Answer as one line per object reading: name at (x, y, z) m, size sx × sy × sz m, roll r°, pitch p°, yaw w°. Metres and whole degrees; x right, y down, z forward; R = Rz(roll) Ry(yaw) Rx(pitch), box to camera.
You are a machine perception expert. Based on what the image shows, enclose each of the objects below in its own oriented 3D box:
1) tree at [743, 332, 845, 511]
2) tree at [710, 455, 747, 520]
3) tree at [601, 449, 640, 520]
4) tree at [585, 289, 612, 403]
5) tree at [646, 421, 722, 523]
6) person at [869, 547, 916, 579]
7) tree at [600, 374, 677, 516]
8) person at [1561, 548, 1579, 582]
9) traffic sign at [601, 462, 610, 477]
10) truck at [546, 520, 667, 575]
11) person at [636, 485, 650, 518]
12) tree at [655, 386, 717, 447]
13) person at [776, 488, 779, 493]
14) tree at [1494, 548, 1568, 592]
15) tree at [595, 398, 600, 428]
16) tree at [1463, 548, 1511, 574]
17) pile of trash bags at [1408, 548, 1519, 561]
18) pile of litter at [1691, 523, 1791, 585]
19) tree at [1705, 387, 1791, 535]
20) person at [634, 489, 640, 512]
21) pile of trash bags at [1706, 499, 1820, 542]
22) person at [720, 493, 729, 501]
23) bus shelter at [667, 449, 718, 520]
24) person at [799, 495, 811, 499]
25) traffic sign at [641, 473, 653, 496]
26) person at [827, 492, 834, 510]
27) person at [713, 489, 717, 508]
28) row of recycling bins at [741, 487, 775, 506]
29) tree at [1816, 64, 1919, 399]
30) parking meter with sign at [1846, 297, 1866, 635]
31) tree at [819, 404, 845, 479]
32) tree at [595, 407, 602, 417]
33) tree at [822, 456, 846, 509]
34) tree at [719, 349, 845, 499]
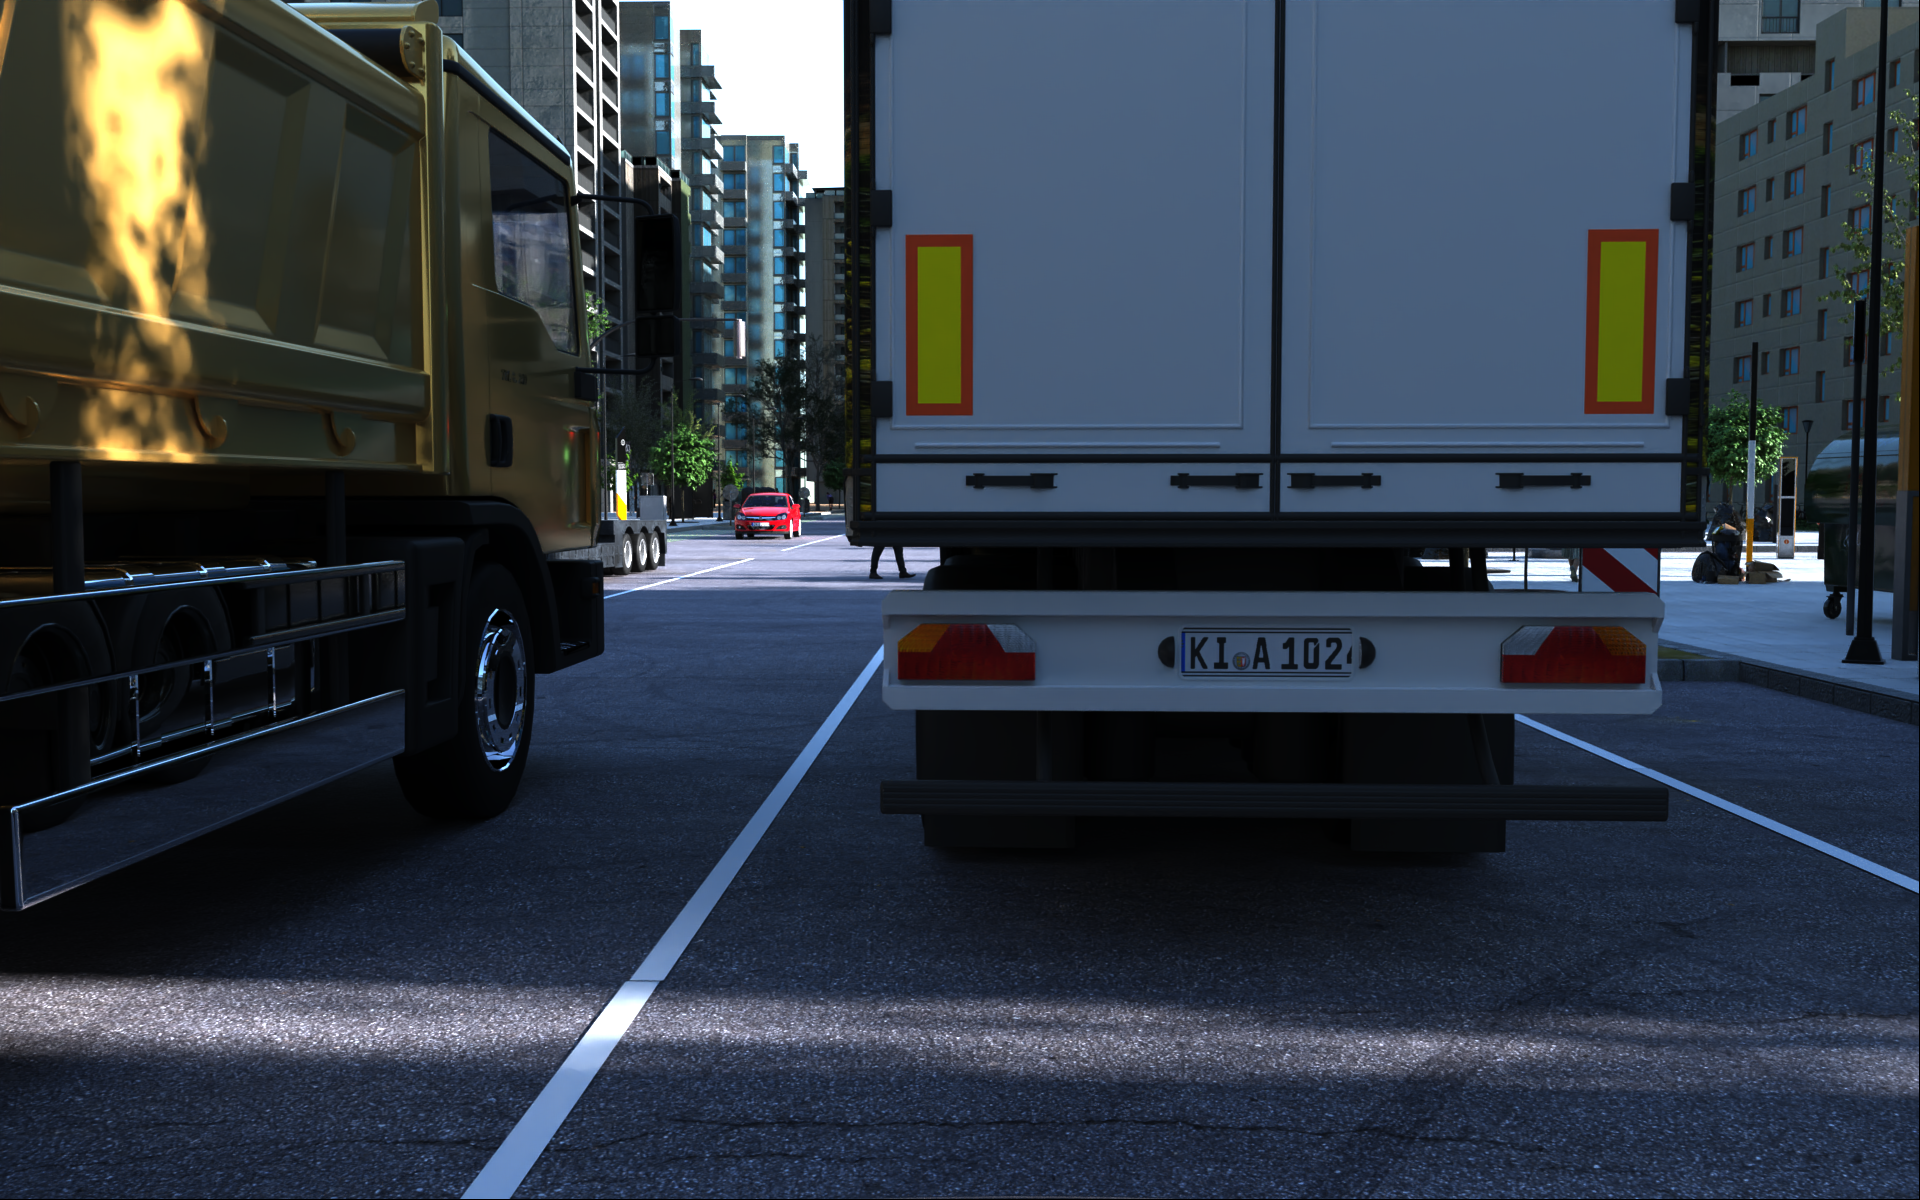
tree at (-10.659, -13.420, 129.782) m, size 12.009 × 13.543 × 11.850 m, roll 0°, pitch 3°, yaw 0°
tree at (-11.301, -5.550, 85.340) m, size 1.663 × 3.219 × 1.824 m, roll 0°, pitch 3°, yaw 0°
tree at (-12.497, -4.246, 64.019) m, size 1.663 × 3.219 × 1.824 m, roll 0°, pitch 3°, yaw 0°
tree at (-19.626, -9.249, 76.984) m, size 9.928 × 11.665 × 9.643 m, roll 0°, pitch 3°, yaw 0°
tree at (-12.358, -5.748, 77.686) m, size 4.285 × 4.588 × 4.351 m, roll 0°, pitch 3°, yaw 0°
person at (-1.163, -1.241, 29.190) m, size 0.834 × 1.777 × 0.661 m, roll 2°, pitch 4°, yaw 28°
tree at (-19.996, -9.688, 108.756) m, size 4.360 × 8.622 × 3.978 m, roll 0°, pitch 3°, yaw 0°
person at (8.955, -1.154, 25.136) m, size 0.478 × 1.798 × 0.641 m, roll 2°, pitch 4°, yaw 35°
traffic sign at (-13.904, -4.141, 67.807) m, size 0.768 × 2.556 × 0.104 m, roll 0°, pitch 4°, yaw 8°
truck at (-7.315, -2.074, 23.668) m, size 2.967 × 4.110 × 18.799 m, roll 0°, pitch 4°, yaw 3°
person at (-16.624, -5.196, 91.208) m, size 0.699 × 1.804 × 1.509 m, roll -1°, pitch 4°, yaw -17°
tree at (-18.873, -10.290, 118.606) m, size 4.737 × 8.622 × 4.395 m, roll 0°, pitch 3°, yaw 0°
person at (-16.024, -8.879, 151.227) m, size 0.705 × 1.822 × 1.348 m, roll -2°, pitch 4°, yaw -24°
tree at (7.133, -1.679, 22.047) m, size 1.663 × 3.219 × 1.824 m, roll 0°, pitch 3°, yaw 0°
tree at (-21.338, -10.018, 114.164) m, size 4.360 × 8.622 × 3.978 m, roll 0°, pitch 3°, yaw 0°
tree at (8.280, -2.730, 28.349) m, size 4.285 × 4.588 × 4.351 m, roll 0°, pitch 3°, yaw 0°
pile of trash bags at (9.869, -1.508, 34.415) m, size 1.912 × 1.369 × 3.447 m, roll -2°, pitch 4°, yaw -23°
pile of litter at (11.390, -0.685, 25.169) m, size 1.719 × 0.858 × 1.176 m, roll -1°, pitch 4°, yaw -16°
tree at (23.954, -4.272, 53.564) m, size 4.285 × 4.588 × 4.351 m, roll 0°, pitch 3°, yaw 0°
person at (-23.354, -7.231, 125.099) m, size 0.721 × 1.723 × 1.217 m, roll 0°, pitch 4°, yaw 6°
pile of trash bags at (22.119, -2.287, 47.152) m, size 1.912 × 1.369 × 3.447 m, roll -3°, pitch 5°, yaw -41°
person at (-18.775, -8.156, 139.530) m, size 1.348 × 1.807 × 0.705 m, roll 1°, pitch 4°, yaw 17°
bus shelter at (-13.860, -6.050, 90.208) m, size 1.731 × 3.624 × 6.357 m, roll 0°, pitch 4°, yaw 1°
person at (-12.712, -8.303, 142.501) m, size 1.217 × 1.736 × 0.721 m, roll 2°, pitch 4°, yaw 30°
traffic sign at (-15.008, -4.952, 83.098) m, size 0.606 × 2.300 × 0.079 m, roll 0°, pitch 4°, yaw 2°
person at (-10.175, -7.710, 135.333) m, size 0.421 × 1.427 × 0.697 m, roll -3°, pitch 5°, yaw -44°
person at (-22.788, -9.457, 161.350) m, size 0.721 × 1.739 × 1.217 m, roll -2°, pitch 4°, yaw -23°
row of recycling bins at (-11.535, -5.658, 99.616) m, size 1.069 × 1.692 × 3.534 m, roll 1°, pitch 4°, yaw 18°
tree at (16.971, -4.822, 29.203) m, size 4.737 × 8.622 × 4.395 m, roll 0°, pitch 3°, yaw 0°
parking meter with sign at (8.826, -1.163, 15.282) m, size 1.738 × 3.016 × 0.543 m, roll 2°, pitch 4°, yaw 26°
tree at (-10.307, -16.361, 184.509) m, size 9.611 × 12.733 × 9.660 m, roll 0°, pitch 3°, yaw 0°
tree at (-21.502, -8.795, 94.153) m, size 4.737 × 8.622 × 4.395 m, roll 0°, pitch 3°, yaw 0°
tree at (-10.520, -10.227, 150.917) m, size 4.285 × 4.588 × 4.351 m, roll 0°, pitch 3°, yaw 0°
tree at (-10.829, -10.784, 110.728) m, size 8.767 × 10.594 × 7.601 m, roll -2°, pitch 4°, yaw -27°
